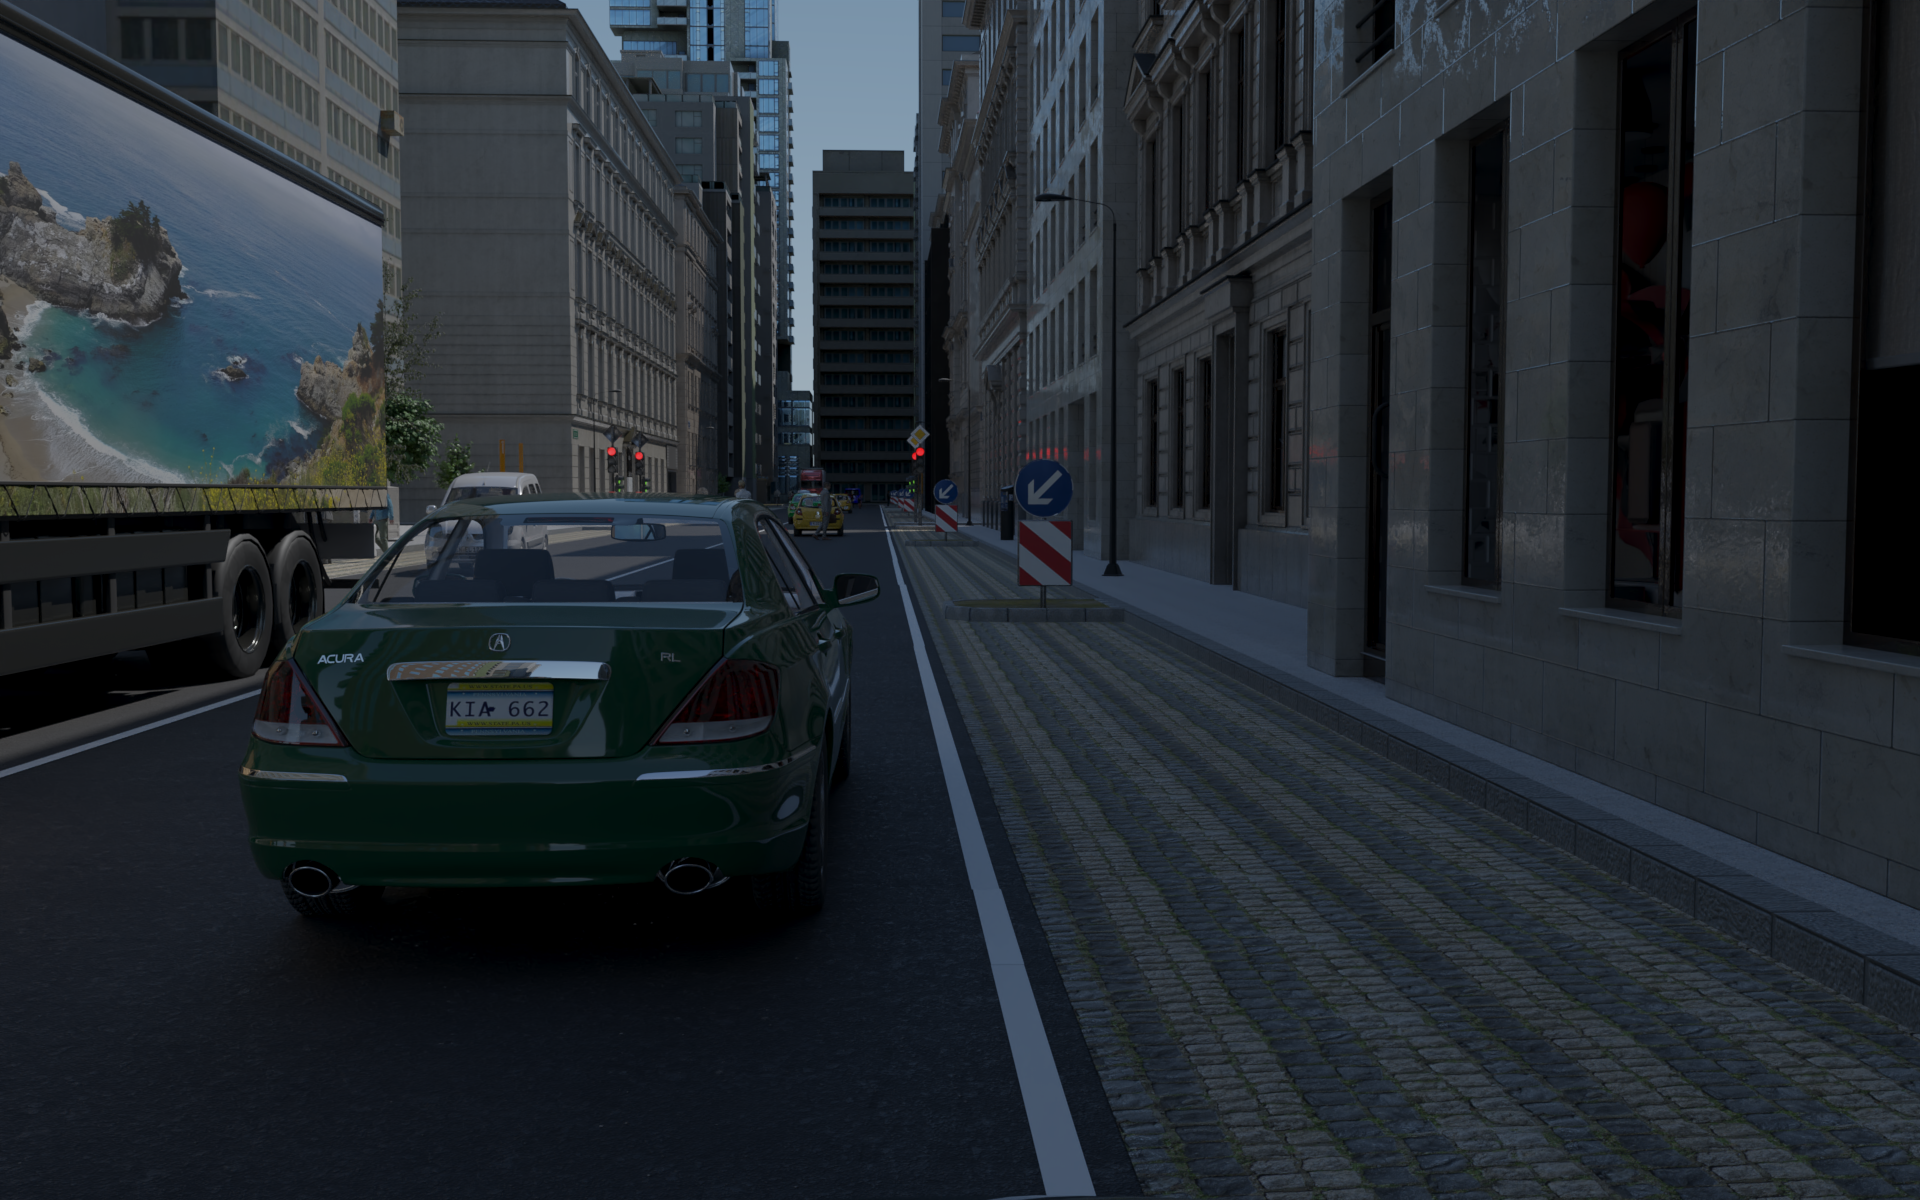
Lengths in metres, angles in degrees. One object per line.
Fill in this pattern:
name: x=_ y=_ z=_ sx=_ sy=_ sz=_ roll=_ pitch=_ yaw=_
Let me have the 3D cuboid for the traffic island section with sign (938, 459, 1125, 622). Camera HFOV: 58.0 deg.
traffic island section with sign: x=0.802 y=-0.706 z=20.170 sx=1.989 sy=1.847 sz=2.006 roll=0 pitch=4 yaw=-3

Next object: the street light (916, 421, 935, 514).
street light: x=-2.129 y=-8.427 z=110.320 sx=1.470 sy=5.913 sz=1.316 roll=0 pitch=4 yaw=-3

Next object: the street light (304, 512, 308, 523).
street light: x=-13.844 y=-4.005 z=38.017 sx=1.470 sy=5.913 sz=1.316 roll=0 pitch=4 yaw=-3

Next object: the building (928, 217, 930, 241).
building: x=4.706 y=-21.623 z=140.920 sx=14.401 sy=28.519 sz=23.554 roll=0 pitch=4 yaw=-3

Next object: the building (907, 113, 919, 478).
building: x=5.900 y=-35.462 z=199.404 sx=23.786 sy=49.044 sz=30.456 roll=0 pitch=4 yaw=-3

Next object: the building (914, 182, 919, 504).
building: x=1.091 y=-32.935 z=222.089 sx=14.154 sy=41.232 sz=14.086 roll=0 pitch=4 yaw=-3

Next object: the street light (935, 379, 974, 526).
street light: x=-0.155 y=-5.951 z=69.834 sx=1.470 sy=5.913 sz=1.316 roll=0 pitch=4 yaw=-3

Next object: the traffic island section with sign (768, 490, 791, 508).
traffic island section with sign: x=-18.855 y=-10.437 z=179.264 sx=1.989 sy=1.847 sz=2.006 roll=0 pitch=4 yaw=-3

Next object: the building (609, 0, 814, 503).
building: x=-36.572 y=-57.000 z=244.613 sx=31.000 sy=86.520 sz=22.319 roll=0 pitch=4 yaw=-3

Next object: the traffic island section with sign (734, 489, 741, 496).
traffic island section with sign: x=-16.467 y=-7.380 z=129.283 sx=1.989 sy=1.847 sz=2.006 roll=0 pitch=4 yaw=-3

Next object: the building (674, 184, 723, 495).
building: x=-25.411 y=-20.531 z=132.937 sx=12.463 sy=27.353 sz=25.104 roll=0 pitch=4 yaw=-3

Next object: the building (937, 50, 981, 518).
building: x=5.978 y=-19.209 z=101.452 sx=14.401 sy=28.519 sz=23.554 roll=0 pitch=4 yaw=-3

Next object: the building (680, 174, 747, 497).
building: x=-27.289 y=-23.682 z=158.904 sx=14.160 sy=30.474 sz=14.107 roll=0 pitch=4 yaw=-3

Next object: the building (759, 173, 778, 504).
building: x=-30.481 y=-32.884 z=221.242 sx=14.086 sy=41.232 sz=14.154 roll=0 pitch=4 yaw=-3

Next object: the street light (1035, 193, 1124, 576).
street light: x=1.854 y=-3.327 z=26.945 sx=1.470 sy=5.913 sz=1.316 roll=0 pitch=4 yaw=-3

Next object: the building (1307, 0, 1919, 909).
building: x=8.173 y=-9.138 z=4.164 sx=10.420 sy=20.320 sz=16.860 roll=0 pitch=4 yaw=-3

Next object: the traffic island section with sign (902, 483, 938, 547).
traffic island section with sign: x=-0.520 y=-2.394 z=47.764 sx=1.989 sy=1.847 sz=2.006 roll=0 pitch=4 yaw=-3

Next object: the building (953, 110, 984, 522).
building: x=10.459 y=-15.181 z=84.374 sx=21.152 sy=22.565 sz=11.583 roll=0 pitch=4 yaw=-3

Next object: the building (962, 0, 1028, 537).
building: x=6.063 y=-14.139 z=60.058 sx=11.050 sy=23.489 sz=19.941 roll=0 pitch=4 yaw=-3

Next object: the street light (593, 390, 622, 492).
street light: x=-15.740 y=-6.398 z=77.154 sx=1.470 sy=5.913 sz=1.316 roll=0 pitch=4 yaw=-3

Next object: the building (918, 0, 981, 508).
building: x=6.441 y=-38.395 z=169.760 sx=21.231 sy=58.520 sz=28.212 roll=0 pitch=4 yaw=-3

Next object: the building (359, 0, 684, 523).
building: x=-26.243 y=-19.652 z=97.728 sx=17.030 sy=29.872 sz=44.131 roll=0 pitch=4 yaw=-3

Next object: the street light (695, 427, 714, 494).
street light: x=-17.746 y=-9.022 z=120.049 sx=1.470 sy=5.913 sz=1.316 roll=0 pitch=4 yaw=-3

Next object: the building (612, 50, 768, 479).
building: x=-34.145 y=-35.157 z=194.418 sx=23.786 sy=49.044 sz=30.456 roll=0 pitch=4 yaw=-3

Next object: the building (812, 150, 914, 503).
building: x=-10.007 y=-38.105 z=246.717 sx=21.600 sy=48.544 sz=21.300 roll=0 pitch=4 yaw=-3

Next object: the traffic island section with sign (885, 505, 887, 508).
traffic island section with sign: x=-4.447 y=-7.406 z=129.721 sx=1.989 sy=1.847 sz=2.006 roll=0 pitch=4 yaw=-3

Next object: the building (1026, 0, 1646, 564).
building: x=7.506 y=-11.418 z=41.443 sx=10.420 sy=20.320 sz=16.860 roll=0 pitch=4 yaw=-3

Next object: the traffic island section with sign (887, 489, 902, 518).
traffic island section with sign: x=-3.148 y=-5.749 z=102.621 sx=1.989 sy=1.847 sz=2.006 roll=0 pitch=4 yaw=-3

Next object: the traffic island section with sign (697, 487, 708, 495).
traffic island section with sign: x=-15.166 y=-5.728 z=102.278 sx=1.989 sy=1.847 sz=2.006 roll=0 pitch=4 yaw=-3

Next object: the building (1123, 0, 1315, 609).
building: x=8.343 y=-9.715 z=23.460 sx=10.561 sy=19.102 sz=19.286 roll=0 pitch=4 yaw=-3

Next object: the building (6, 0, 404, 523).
building: x=-30.356 y=-22.007 z=51.704 sx=23.993 sy=40.220 sz=32.217 roll=0 pitch=4 yaw=-3

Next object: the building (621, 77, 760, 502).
building: x=-27.952 y=-29.910 z=172.631 sx=14.154 sy=41.232 sz=14.086 roll=0 pitch=4 yaw=-3

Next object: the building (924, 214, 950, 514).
building: x=3.892 y=-17.829 z=121.190 sx=12.332 sy=23.373 sz=15.834 roll=0 pitch=4 yaw=-3
